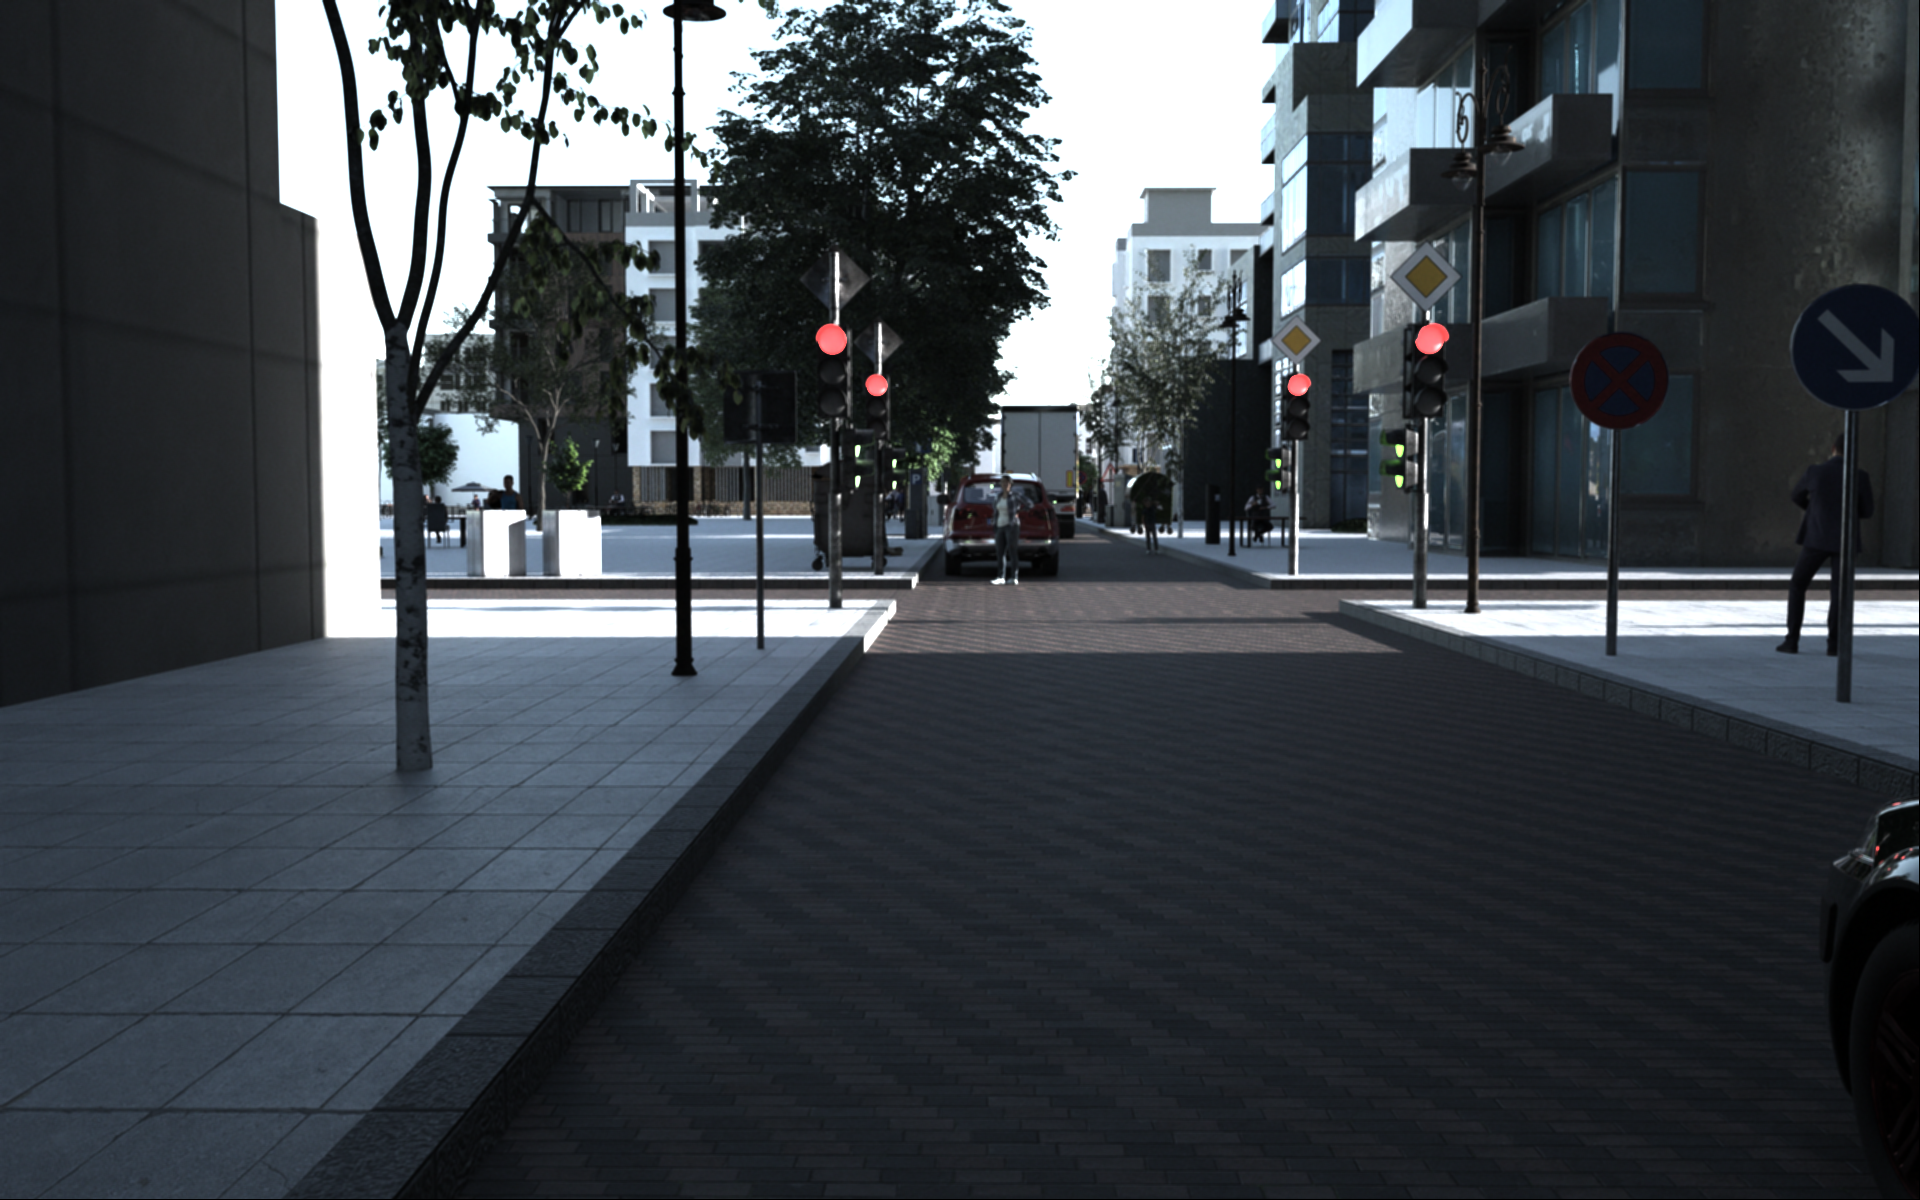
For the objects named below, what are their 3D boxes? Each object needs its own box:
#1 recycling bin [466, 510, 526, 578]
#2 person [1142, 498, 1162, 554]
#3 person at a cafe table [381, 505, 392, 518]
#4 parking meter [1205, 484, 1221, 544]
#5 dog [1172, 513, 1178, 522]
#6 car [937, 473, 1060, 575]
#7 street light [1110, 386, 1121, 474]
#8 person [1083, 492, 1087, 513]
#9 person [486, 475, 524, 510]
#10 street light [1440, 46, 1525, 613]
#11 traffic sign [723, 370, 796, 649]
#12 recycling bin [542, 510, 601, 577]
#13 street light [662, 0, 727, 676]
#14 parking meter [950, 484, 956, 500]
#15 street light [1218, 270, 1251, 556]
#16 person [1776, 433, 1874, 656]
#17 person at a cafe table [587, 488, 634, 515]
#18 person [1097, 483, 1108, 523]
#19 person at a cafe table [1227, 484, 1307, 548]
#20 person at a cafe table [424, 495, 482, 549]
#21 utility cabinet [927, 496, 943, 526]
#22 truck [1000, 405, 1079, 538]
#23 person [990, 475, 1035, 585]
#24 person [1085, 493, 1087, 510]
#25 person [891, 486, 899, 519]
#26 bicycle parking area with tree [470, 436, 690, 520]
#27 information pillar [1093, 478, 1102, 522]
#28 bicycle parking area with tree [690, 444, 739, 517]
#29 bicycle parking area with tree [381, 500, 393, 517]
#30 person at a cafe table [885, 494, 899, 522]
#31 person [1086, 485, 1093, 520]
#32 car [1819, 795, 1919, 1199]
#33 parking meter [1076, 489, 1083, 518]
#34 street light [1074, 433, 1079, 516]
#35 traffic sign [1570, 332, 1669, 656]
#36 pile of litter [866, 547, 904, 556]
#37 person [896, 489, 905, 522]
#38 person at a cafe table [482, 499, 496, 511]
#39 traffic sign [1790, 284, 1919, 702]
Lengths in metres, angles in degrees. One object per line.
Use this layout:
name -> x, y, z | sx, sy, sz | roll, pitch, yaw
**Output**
recycling bin -> -7.244, -0.886, 27.045 | 0.722, 1.027, 0.722 | -2, 4, -35
person -> 4.583, -1.774, 41.416 | 0.435, 1.345, 0.340 | 0, 4, -6
person at a cafe table -> -30.945, -4.932, 91.501 | 1.698, 1.238, 1.726 | 1, 4, 16
parking meter -> 6.490, -2.203, 44.430 | 0.372, 1.533, 0.369 | 0, 3, 0
dog -> 9.798, -3.802, 79.898 | 0.748, 0.427, 0.550 | 0, 4, -7
car -> 0.710, -1.439, 32.202 | 2.281, 1.827, 5.304 | 0, 4, -1
street light -> 6.246, -5.891, 69.103 | 0.468, 5.910, 1.993 | 0, 4, 1
person -> 8.170, -6.640, 115.134 | 0.721, 1.766, 1.217 | 1, 4, 12
person -> -7.572, -1.276, 28.782 | 0.647, 1.594, 0.662 | 0, 4, -4
street light -> 5.536, -2.798, 18.527 | 0.468, 5.910, 1.993 | 0, 4, 1
traffic sign -> -1.653, -0.745, 14.307 | 0.606, 2.300, 0.079 | 0, 4, 5
recycling bin -> -6.117, -0.900, 27.268 | 0.722, 1.027, 0.722 | -2, 4, -32
street light -> -1.958, -2.406, 12.122 | 0.468, 5.910, 1.993 | 0, 4, 1
parking meter -> -0.359, -5.821, 100.881 | 0.399, 1.863, 0.255 | 0, 4, 1
street light -> 5.664, -3.860, 35.902 | 0.468, 5.910, 1.993 | 0, 4, 1
person -> 6.951, -0.454, 13.911 | 0.683, 1.767, 0.568 | 2, 4, 29
person at a cafe table -> -14.885, -4.031, 74.423 | 1.698, 1.524, 1.622 | 1, 4, 11
person -> 6.258, -4.219, 75.577 | 0.434, 1.755, 0.990 | 2, 4, 33
person at a cafe table -> 7.344, -2.047, 41.989 | 1.698, 1.524, 1.622 | 0, 4, -5
person at a cafe table -> -12.491, -1.877, 41.549 | 1.698, 1.238, 1.726 | -1, 4, -11
utility cabinet -> -1.201, -3.566, 69.462 | 1.020, 1.237, 0.306 | 2, 4, 32
truck -> 2.753, -4.354, 60.107 | 2.839, 4.237, 11.283 | 0, 4, 3
person -> 0.766, -1.120, 27.543 | 0.376, 1.734, 0.841 | -3, 5, -44
person -> 10.144, -8.200, 140.825 | 1.217, 1.735, 0.721 | 1, 4, 20
person -> -3.239, -4.991, 88.582 | 0.756, 1.711, 0.436 | -3, 5, -45
bicycle parking area with tree -> -19.896, -6.140, 87.385 | 9.016, 4.147, 8.231 | 3, 5, 40
information pillar -> 6.255, -4.535, 78.643 | 0.304, 2.012, 0.304 | -3, 4, -36
bicycle parking area with tree -> -16.915, -6.782, 97.892 | 8.231, 4.147, 9.016 | -1, 4, -16
bicycle parking area with tree -> -36.586, -6.750, 97.358 | 8.231, 4.147, 9.016 | 2, 4, 31
person at a cafe table -> -3.589, -4.389, 80.281 | 1.622, 1.524, 1.698 | 1, 4, 19
person -> 6.456, -4.801, 85.365 | 0.431, 1.722, 0.655 | -1, 4, -9
car -> 2.602, 0.479, 1.950 | 2.009, 1.686, 4.222 | 0, 4, 2
parking meter -> 6.336, -5.112, 91.997 | 0.372, 1.533, 0.369 | 0, 3, 0
street light -> 6.756, -7.912, 102.144 | 0.468, 5.910, 1.993 | 0, 4, 1
traffic sign -> 5.184, -0.832, 13.709 | 0.768, 2.556, 0.104 | 0, 4, 2
pile of litter -> -1.767, -1.375, 36.441 | 1.176, 0.858, 1.719 | 0, 4, -5
person -> -2.523, -4.259, 78.371 | 0.600, 1.496, 0.574 | -3, 5, -39
person at a cafe table -> -20.393, -3.959, 75.583 | 1.698, 1.238, 1.726 | 0, 4, -1
traffic sign -> 5.457, -0.643, 10.619 | 0.768, 2.556, 0.104 | 1, 4, 9
